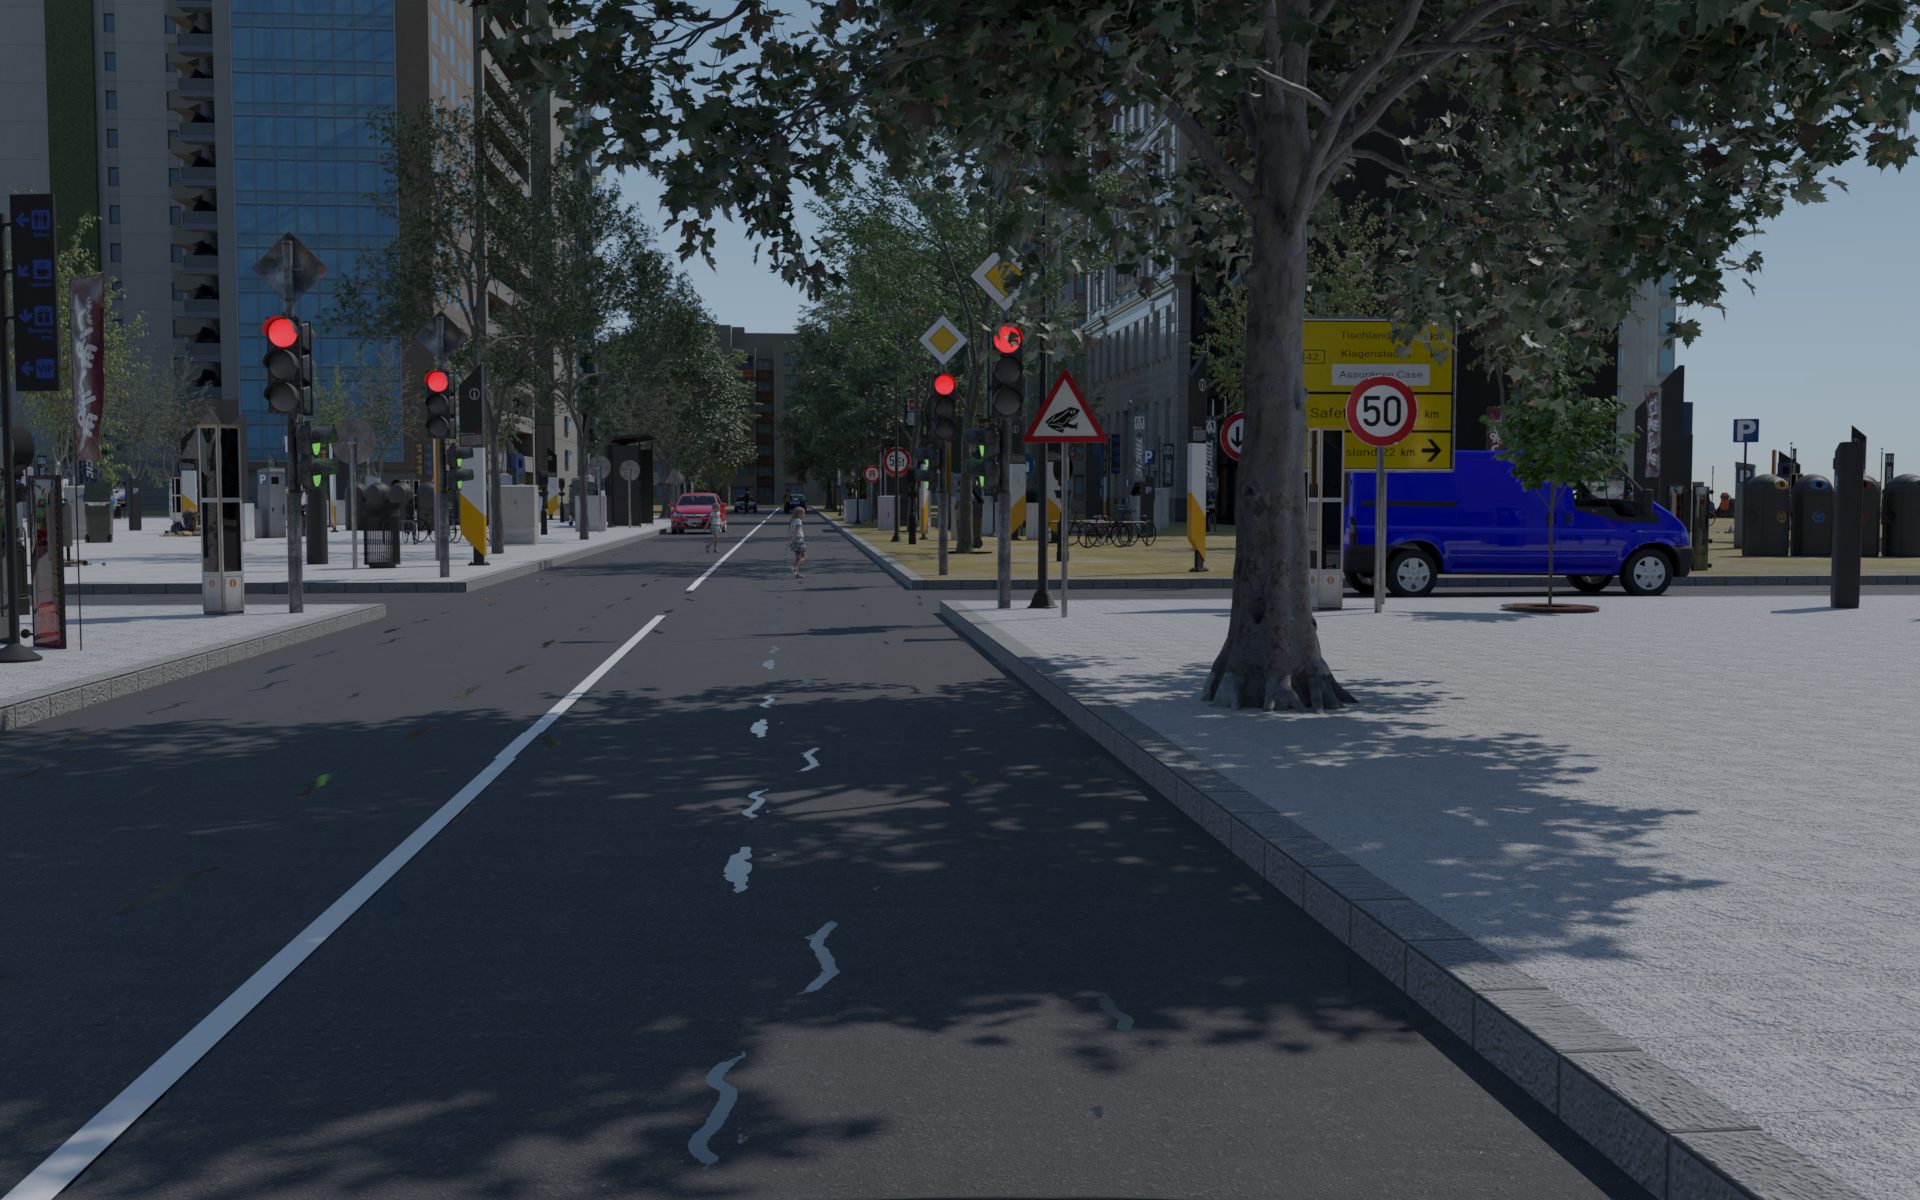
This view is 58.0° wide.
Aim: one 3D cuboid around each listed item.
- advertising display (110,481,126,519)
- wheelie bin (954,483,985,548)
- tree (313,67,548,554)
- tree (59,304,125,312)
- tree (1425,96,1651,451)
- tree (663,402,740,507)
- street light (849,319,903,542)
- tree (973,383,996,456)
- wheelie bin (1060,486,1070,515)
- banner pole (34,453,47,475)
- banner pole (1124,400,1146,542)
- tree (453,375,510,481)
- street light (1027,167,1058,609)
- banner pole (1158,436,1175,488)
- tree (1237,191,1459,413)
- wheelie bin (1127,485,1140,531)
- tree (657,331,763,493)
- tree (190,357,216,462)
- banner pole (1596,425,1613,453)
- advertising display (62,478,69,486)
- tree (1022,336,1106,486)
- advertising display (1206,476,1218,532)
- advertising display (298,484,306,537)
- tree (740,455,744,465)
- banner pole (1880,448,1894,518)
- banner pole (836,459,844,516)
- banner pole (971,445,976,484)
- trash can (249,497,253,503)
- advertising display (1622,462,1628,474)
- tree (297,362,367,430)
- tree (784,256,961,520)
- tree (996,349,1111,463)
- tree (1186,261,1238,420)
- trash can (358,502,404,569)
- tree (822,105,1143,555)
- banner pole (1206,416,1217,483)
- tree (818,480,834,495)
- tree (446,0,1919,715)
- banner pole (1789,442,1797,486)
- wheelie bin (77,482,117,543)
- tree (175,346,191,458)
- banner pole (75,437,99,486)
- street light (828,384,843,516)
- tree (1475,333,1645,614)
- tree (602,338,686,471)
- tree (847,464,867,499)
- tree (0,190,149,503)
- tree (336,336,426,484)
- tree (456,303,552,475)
[{"bbox_3d":[-43.128,-5.099,88.576,0.123,1.923,0.974,2,4,31],"label":"advertising display"},{"bbox_3d":[0.206,-2.029,41.086,0.693,1.594,0.980,-1,4,-9],"label":"wheelie bin"},{"bbox_3d":[-9.854,-6.291,37.269,8.767,10.594,7.601,1,4,11],"label":"tree"},{"bbox_3d":[-32.544,-6.983,64.530,4.360,8.622,3.978,0,3,0],"label":"tree"},{"bbox_3d":[10.220,-4.958,31.430,4.360,8.622,3.978,0,3,0],"label":"tree"},{"bbox_3d":[-17.689,-9.913,112.438,4.737,8.622,4.395,0,3,0],"label":"tree"},{"bbox_3d":[-2.235,-4.500,46.124,1.470,5.913,1.316,0,4,-5],"label":"street light"},{"bbox_3d":[2.124,-9.217,101.054,4.737,8.622,4.395,0,3,0],"label":"tree"},{"bbox_3d":[3.948,-3.739,69.040,0.980,1.594,0.693,2,4,34],"label":"wheelie bin"},{"bbox_3d":[-52.200,-6.618,98.225,0.863,3.779,0.401,-1,4,-17],"label":"banner pole"},{"bbox_3d":[4.673,-3.437,46.204,0.401,3.779,0.863,-3,4,-37],"label":"banner pole"},{"bbox_3d":[-27.230,-9.050,98.337,4.737,8.622,4.395,0,3,0],"label":"tree"},{"bbox_3d":[0.392,-2.860,19.302,1.470,5.913,1.316,0,4,-5],"label":"street light"},{"bbox_3d":[8.857,-5.200,75.034,0.863,3.779,0.401,0,4,3],"label":"banner pole"},{"bbox_3d":[9.731,-5.618,42.218,4.737,8.622,4.395,0,3,0],"label":"tree"},{"bbox_3d":[6.116,-3.091,58.445,0.980,1.594,0.693,-3,4,-36],"label":"wheelie bin"},{"bbox_3d":[-17.612,-12.408,120.996,7.486,12.596,7.792,0,3,0],"label":"tree"},{"bbox_3d":[-39.479,-8.343,86.763,4.360,8.622,3.978,0,3,0],"label":"tree"},{"bbox_3d":[21.461,-4.143,57.753,0.863,3.779,0.401,1,4,17],"label":"banner pole"},{"bbox_3d":[-35.311,-3.860,68.328,0.123,1.923,0.974,-1,4,-15],"label":"advertising display"},{"bbox_3d":[4.546,-7.798,77.862,4.360,8.622,3.978,0,3,0],"label":"tree"},{"bbox_3d":[8.329,-3.280,58.847,0.974,1.923,0.123,3,5,44],"label":"advertising display"},{"bbox_3d":[-19.778,-2.879,52.293,0.123,1.923,0.974,0,4,-1],"label":"advertising display"},{"bbox_3d":[-22.872,-13.522,171.444,4.737,8.622,4.395,0,3,0],"label":"tree"},{"bbox_3d":[49.818,-6.312,93.218,0.401,3.779,0.863,-3,5,-41],"label":"banner pole"},{"bbox_3d":[-6.862,-6.718,99.862,0.401,3.779,0.863,3,4,38],"label":"banner pole"},{"bbox_3d":[0.516,-4.892,70.000,0.401,3.779,0.863,-1,4,-19],"label":"banner pole"},{"bbox_3d":[-33.115,-4.189,80.145,0.748,1.137,0.748,0,3,0],"label":"trash can"},{"bbox_3d":[13.090,-1.839,35.284,0.974,1.923,0.123,3,5,44],"label":"advertising display"},{"bbox_3d":[-35.169,-8.941,96.542,4.737,8.622,4.395,0,3,0],"label":"tree"},{"bbox_3d":[-4.535,-11.046,87.252,9.857,13.997,8.962,0,3,0],"label":"tree"},{"bbox_3d":[5.132,-8.273,85.620,4.737,8.622,4.395,0,3,0],"label":"tree"},{"bbox_3d":[9.372,-6.415,55.249,4.737,8.622,4.395,0,3,0],"label":"tree"},{"bbox_3d":[-10.017,-1.122,30.005,0.748,1.137,0.748,0,3,0],"label":"trash can"},{"bbox_3d":[0.260,-6.797,36.892,9.928,11.665,9.643,0,3,0],"label":"tree"},{"bbox_3d":[6.881,-3.599,48.861,0.863,3.779,0.401,2,4,34],"label":"banner pole"},{"bbox_3d":[-12.978,-10.758,170.499,1.663,3.219,1.824,0,3,0],"label":"tree"},{"bbox_3d":[1.909,-5.698,10.168,9.611,12.733,9.660,0,3,0],"label":"tree"},{"bbox_3d":[40.053,-5.708,83.344,0.401,3.779,0.863,0,4,3],"label":"banner pole"},{"bbox_3d":[-22.735,-2.311,45.687,0.980,1.594,0.693,-1,4,-16],"label":"wheelie bin"},{"bbox_3d":[-37.969,-7.899,79.505,4.360,8.622,3.978,0,3,0],"label":"tree"},{"bbox_3d":[-28.390,-4.069,56.538,0.863,3.779,0.401,0,4,3],"label":"banner pole"},{"bbox_3d":[-4.894,-6.181,73.596,1.470,5.913,1.316,0,4,-5],"label":"street light"},{"bbox_3d":[6.473,-1.483,18.855,1.663,3.219,1.824,0,3,0],"label":"tree"},{"bbox_3d":[-14.526,-7.937,80.131,4.360,8.622,3.978,0,3,0],"label":"tree"},{"bbox_3d":[-5.365,-6.082,94.040,1.663,3.219,1.824,0,3,0],"label":"tree"},{"bbox_3d":[-21.924,-5.610,42.080,4.737,8.622,4.395,0,3,0],"label":"tree"},{"bbox_3d":[-26.633,-7.892,79.390,4.360,8.622,3.978,0,3,0],"label":"tree"},{"bbox_3d":[-17.716,-7.090,66.288,4.360,8.622,3.978,0,3,0],"label":"tree"}]
